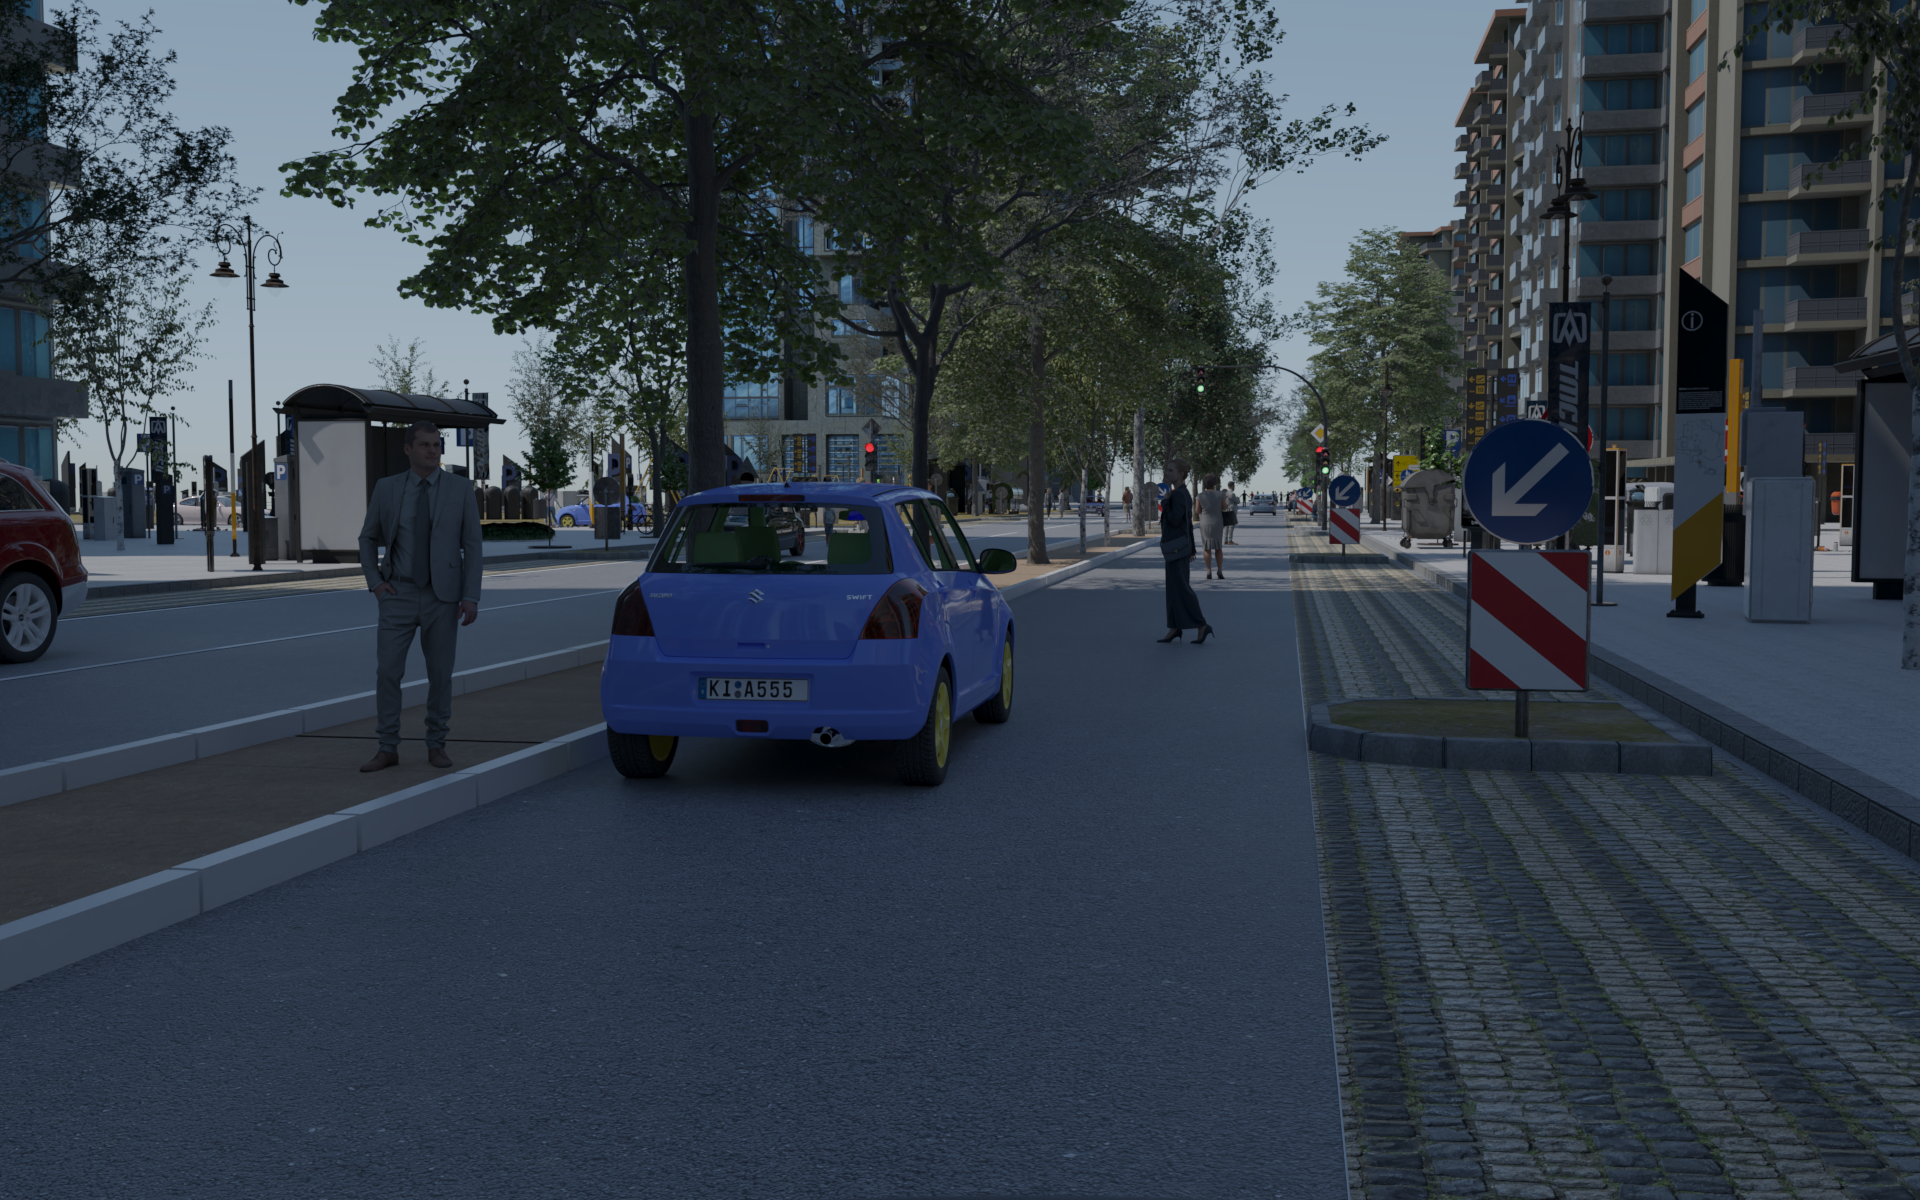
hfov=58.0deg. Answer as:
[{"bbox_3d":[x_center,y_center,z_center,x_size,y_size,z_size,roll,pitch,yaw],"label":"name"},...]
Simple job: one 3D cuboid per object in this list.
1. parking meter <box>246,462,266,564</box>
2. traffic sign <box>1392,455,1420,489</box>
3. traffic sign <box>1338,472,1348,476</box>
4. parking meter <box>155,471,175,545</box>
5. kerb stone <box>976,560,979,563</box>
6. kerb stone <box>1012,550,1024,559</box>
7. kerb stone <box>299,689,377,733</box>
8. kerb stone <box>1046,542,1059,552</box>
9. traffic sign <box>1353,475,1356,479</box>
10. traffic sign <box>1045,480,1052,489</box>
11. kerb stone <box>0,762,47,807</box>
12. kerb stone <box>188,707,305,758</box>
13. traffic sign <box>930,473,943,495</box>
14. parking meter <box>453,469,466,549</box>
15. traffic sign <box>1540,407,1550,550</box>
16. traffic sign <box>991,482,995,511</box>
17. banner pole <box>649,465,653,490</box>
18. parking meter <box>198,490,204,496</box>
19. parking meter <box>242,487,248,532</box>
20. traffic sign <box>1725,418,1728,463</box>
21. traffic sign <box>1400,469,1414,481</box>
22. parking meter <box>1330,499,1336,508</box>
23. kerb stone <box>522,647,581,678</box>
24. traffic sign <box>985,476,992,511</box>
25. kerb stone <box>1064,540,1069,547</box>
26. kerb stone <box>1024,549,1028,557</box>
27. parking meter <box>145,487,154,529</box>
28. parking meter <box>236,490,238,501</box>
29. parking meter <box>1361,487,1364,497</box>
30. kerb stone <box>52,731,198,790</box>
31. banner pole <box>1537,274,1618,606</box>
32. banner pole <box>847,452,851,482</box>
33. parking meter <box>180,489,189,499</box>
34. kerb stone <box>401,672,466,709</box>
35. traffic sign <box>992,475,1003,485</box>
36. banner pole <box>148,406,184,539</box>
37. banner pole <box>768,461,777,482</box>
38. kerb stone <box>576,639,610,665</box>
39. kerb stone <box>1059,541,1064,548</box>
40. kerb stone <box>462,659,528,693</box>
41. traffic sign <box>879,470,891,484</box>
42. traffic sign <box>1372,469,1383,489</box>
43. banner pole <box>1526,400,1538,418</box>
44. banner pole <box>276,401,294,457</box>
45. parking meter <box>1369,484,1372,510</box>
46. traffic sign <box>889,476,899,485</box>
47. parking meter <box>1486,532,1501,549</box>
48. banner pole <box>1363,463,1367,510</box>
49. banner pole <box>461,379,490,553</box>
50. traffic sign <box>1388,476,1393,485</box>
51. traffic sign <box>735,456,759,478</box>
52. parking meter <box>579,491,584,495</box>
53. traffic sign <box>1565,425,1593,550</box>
[{"bbox_3d":[-12.898,-1.592,31.733,0.255,1.863,0.399,-1,4,-14],"label":"parking meter"},{"bbox_3d":[23.469,-5.838,89.327,2.265,3.308,0.079,1,4,14],"label":"traffic sign"},{"bbox_3d":[21.790,-6.010,98.375,0.768,2.556,0.104,1,4,12],"label":"traffic sign"},{"bbox_3d":[-20.242,-2.348,44.108,0.255,1.863,0.399,3,4,37],"label":"parking meter"},{"bbox_3d":[0.453,-0.724,34.055,0.120,0.150,1.000,1,4,11],"label":"kerb stone"},{"bbox_3d":[1.212,-0.972,38.083,0.120,0.150,1.000,1,4,11],"label":"kerb stone"},{"bbox_3d":[-3.870,0.697,10.826,0.120,0.150,1.000,1,4,11],"label":"kerb stone"},{"bbox_3d":[2.334,-1.340,44.126,0.120,0.150,1.000,1,4,11],"label":"kerb stone"},{"bbox_3d":[27.083,-7.294,119.254,0.884,2.594,0.081,1,4,16],"label":"traffic sign"},{"bbox_3d":[6.526,-7.751,128.853,0.606,2.300,0.079,1,4,12],"label":"traffic sign"},{"bbox_3d":[-4.441,0.881,7.794,0.120,0.150,1.000,1,4,11],"label":"kerb stone"},{"bbox_3d":[-4.060,0.759,9.816,0.120,0.150,1.000,1,4,11],"label":"kerb stone"},{"bbox_3d":[-1.456,-6.524,106.780,0.768,2.556,0.104,1,4,12],"label":"traffic sign"},{"bbox_3d":[-11.723,-2.134,40.597,0.399,1.863,0.255,1,4,23],"label":"parking meter"},{"bbox_3d":[8.404,-1.512,24.718,0.884,2.594,0.081,1,4,12],"label":"traffic sign"},{"bbox_3d":[2.514,-7.559,124.771,0.795,2.450,0.064,1,4,17],"label":"traffic sign"},{"bbox_3d":[-22.991,-8.560,129.972,0.401,3.779,0.863,3,5,44],"label":"banner pole"},{"bbox_3d":[-44.688,-5.732,102.123,0.372,1.533,0.369,0,3,0],"label":"parking meter"},{"bbox_3d":[-24.152,-3.080,58.770,0.372,1.533,0.369,0,3,0],"label":"parking meter"},{"bbox_3d":[12.621,-1.759,28.861,0.768,2.556,0.104,1,4,17],"label":"traffic sign"},{"bbox_3d":[22.769,-5.382,88.094,0.768,2.556,0.104,1,4,18],"label":"traffic sign"},{"bbox_3d":[23.267,-6.263,108.110,0.399,1.863,0.255,1,4,19],"label":"parking meter"},{"bbox_3d":[-3.308,0.515,13.855,0.120,0.150,1.000,1,4,11],"label":"kerb stone"},{"bbox_3d":[1.918,-7.466,122.073,0.884,2.594,0.081,1,4,15],"label":"traffic sign"},{"bbox_3d":[2.706,-1.464,46.137,0.120,0.150,1.000,1,4,11],"label":"kerb stone"},{"bbox_3d":[1.394,-1.033,39.089,0.120,0.150,1.000,1,4,11],"label":"kerb stone"},{"bbox_3d":[-29.781,-3.371,63.532,0.372,1.533,0.369,0,3,0],"label":"parking meter"},{"bbox_3d":[-40.179,-5.393,96.592,0.372,1.533,0.369,0,3,0],"label":"parking meter"},{"bbox_3d":[32.855,-8.312,141.617,0.255,1.863,0.399,1,4,11],"label":"parking meter"},{"bbox_3d":[-4.254,0.821,8.812,0.120,0.150,1.000,1,4,11],"label":"kerb stone"},{"bbox_3d":[7.142,-1.827,19.883,0.863,3.779,0.401,1,4,8],"label":"banner pole"},{"bbox_3d":[-6.543,-6.856,102.116,0.401,3.779,0.863,1,4,9],"label":"banner pole"},{"bbox_3d":[-37.351,-4.590,83.454,0.372,1.533,0.369,0,3,0],"label":"parking meter"},{"bbox_3d":[-3.682,0.633,11.839,0.120,0.150,1.000,1,4,11],"label":"kerb stone"},{"bbox_3d":[2.431,-6.884,112.666,0.768,2.556,0.104,1,4,14],"label":"traffic sign"},{"bbox_3d":[-22.582,-3.623,49.249,0.863,3.779,0.401,-1,4,-23],"label":"banner pole"},{"bbox_3d":[-14.124,-8.570,130.131,0.863,3.779,0.401,-1,4,-13],"label":"banner pole"},{"bbox_3d":[-3.123,0.449,14.860,0.120,0.150,1.000,1,4,11],"label":"kerb stone"},{"bbox_3d":[2.512,-1.402,45.133,0.120,0.150,1.000,1,4,11],"label":"kerb stone"},{"bbox_3d":[-3.498,0.576,12.845,0.120,0.150,1.000,1,4,11],"label":"kerb stone"},{"bbox_3d":[-4.205,-5.789,94.661,0.884,2.594,0.081,1,4,15],"label":"traffic sign"},{"bbox_3d":[21.393,-5.395,88.315,0.768,2.556,0.104,1,4,17],"label":"traffic sign"},{"bbox_3d":[13.681,-3.097,40.650,0.863,3.779,0.401,1,4,16],"label":"banner pole"},{"bbox_3d":[-18.078,-3.464,46.656,0.863,3.779,0.401,-2,4,-29],"label":"banner pole"},{"bbox_3d":[22.909,-5.529,96.117,0.399,1.863,0.255,1,4,13],"label":"parking meter"},{"bbox_3d":[-3.661,-5.731,95.830,0.606,2.300,0.079,1,4,11],"label":"traffic sign"},{"bbox_3d":[11.333,-1.905,36.866,0.399,1.863,0.255,2,4,32],"label":"parking meter"},{"bbox_3d":[32.904,-9.211,140.608,0.401,3.779,0.863,1,4,23],"label":"banner pole"},{"bbox_3d":[-10.529,-2.914,37.656,0.863,3.779,0.401,2,4,28],"label":"banner pole"},{"bbox_3d":[23.827,-5.858,96.960,0.795,2.450,0.064,1,4,15],"label":"traffic sign"},{"bbox_3d":[-7.221,-3.592,58.728,0.884,2.594,0.081,1,4,15],"label":"traffic sign"},{"bbox_3d":[-27.724,-7.246,126.876,0.372,1.533,0.369,0,3,0],"label":"parking meter"},{"bbox_3d":[9.889,-1.720,28.220,0.768,2.556,0.104,1,4,13],"label":"traffic sign"}]
